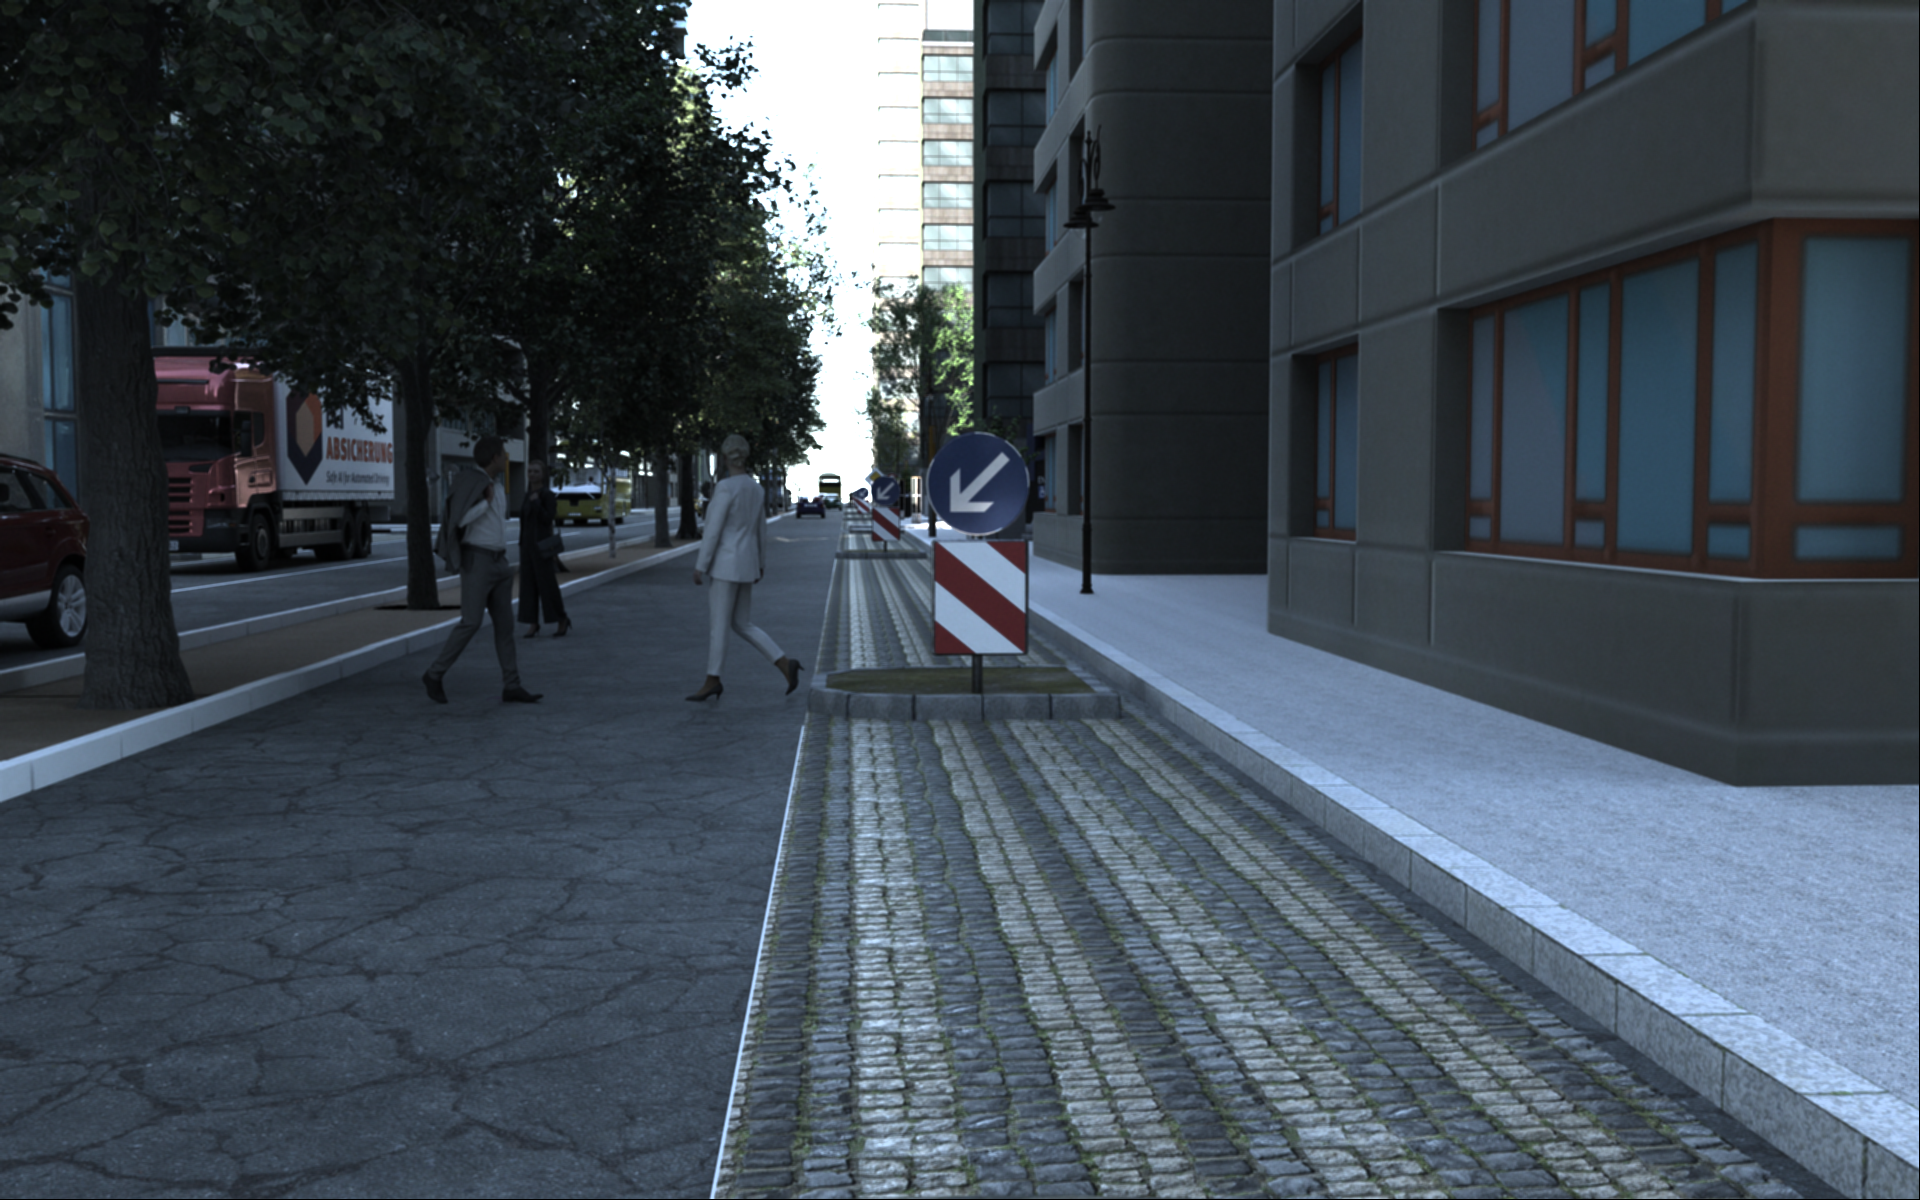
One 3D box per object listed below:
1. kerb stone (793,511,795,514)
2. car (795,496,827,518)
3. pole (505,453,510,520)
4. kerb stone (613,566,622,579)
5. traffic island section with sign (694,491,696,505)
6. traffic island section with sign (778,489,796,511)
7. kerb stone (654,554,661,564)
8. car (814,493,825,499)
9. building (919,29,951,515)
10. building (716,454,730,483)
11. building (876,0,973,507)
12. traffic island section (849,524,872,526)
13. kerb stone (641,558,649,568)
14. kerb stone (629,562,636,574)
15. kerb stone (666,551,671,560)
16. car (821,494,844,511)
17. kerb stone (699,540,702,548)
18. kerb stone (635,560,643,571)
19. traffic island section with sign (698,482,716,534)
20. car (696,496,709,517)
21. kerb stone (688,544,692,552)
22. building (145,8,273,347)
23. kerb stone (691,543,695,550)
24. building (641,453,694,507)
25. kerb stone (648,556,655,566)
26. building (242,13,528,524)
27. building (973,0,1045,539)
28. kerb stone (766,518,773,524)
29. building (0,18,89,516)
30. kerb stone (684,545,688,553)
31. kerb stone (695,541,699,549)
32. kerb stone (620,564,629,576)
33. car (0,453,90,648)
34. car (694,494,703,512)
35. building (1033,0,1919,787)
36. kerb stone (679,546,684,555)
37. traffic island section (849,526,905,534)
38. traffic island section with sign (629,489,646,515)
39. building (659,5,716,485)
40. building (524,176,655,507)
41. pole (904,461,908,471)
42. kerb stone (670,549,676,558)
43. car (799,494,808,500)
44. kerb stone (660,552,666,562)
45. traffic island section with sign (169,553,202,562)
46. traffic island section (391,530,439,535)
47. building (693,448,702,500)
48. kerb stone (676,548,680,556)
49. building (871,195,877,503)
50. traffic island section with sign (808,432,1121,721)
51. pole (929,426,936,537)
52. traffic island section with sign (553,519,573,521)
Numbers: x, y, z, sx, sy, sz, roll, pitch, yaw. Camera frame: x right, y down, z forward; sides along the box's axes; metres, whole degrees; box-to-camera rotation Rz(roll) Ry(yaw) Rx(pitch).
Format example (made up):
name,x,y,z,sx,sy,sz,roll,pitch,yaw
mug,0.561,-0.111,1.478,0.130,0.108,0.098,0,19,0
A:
name,x,y,z,sx,sy,sz,roll,pitch,yaw
kerb stone,-11.896,-6.097,121.920,0.120,0.150,1.000,0,4,-4
car,-8.936,-5.573,103.703,1.945,1.354,3.894,0,4,-5
pole,-22.273,-5.585,85.156,0.158,3.312,0.155,0,3,0
kerb stone,-5.898,-0.436,29.318,0.120,0.150,1.000,0,4,-4
traffic island section with sign,-26.016,-9.799,168.848,1.989,1.847,2.006,0,4,-4
traffic island section with sign,-14.499,-8.409,145.630,2.006,1.907,1.989,0,4,-4
kerb stone,-6.296,-0.805,35.455,0.120,0.150,1.000,0,4,-4
car,-13.180,-9.507,164.486,2.155,1.783,4.494,0,4,-5
building,4.282,-20.826,112.207,14.160,30.474,14.107,0,4,-4
building,-49.399,-26.344,275.763,27.650,21.520,28.899,0,4,-4
building,0.398,-27.757,137.414,14.154,41.232,14.086,0,4,-4
traffic island section,-3.567,-3.003,71.379,2.009,0.180,2.903,0,4,-4
kerb stone,-6.165,-0.681,33.411,0.120,0.150,1.000,0,4,-4
kerb stone,-6.028,-0.561,31.365,0.120,0.150,1.000,0,4,-4
kerb stone,-6.429,-0.932,37.502,0.120,0.150,1.000,0,4,-4
car,-11.130,-8.460,150.126,2.131,1.459,4.920,0,4,-4
kerb stone,-6.956,-1.430,45.678,0.120,0.150,1.000,0,4,-4
kerb stone,-6.098,-0.620,32.391,0.120,0.150,1.000,0,4,-4
traffic island section with sign,-9.166,-3.371,63.256,2.006,1.907,1.989,0,4,-4
car,-15.936,-6.199,111.584,2.015,1.641,3.980,0,4,-3
kerb stone,-6.755,-1.249,42.612,0.120,0.150,1.000,0,4,-4
building,-37.032,-30.319,115.319,23.786,49.044,30.456,0,4,-4
kerb stone,-6.834,-1.311,43.632,0.120,0.150,1.000,0,4,-4
building,-44.450,-21.112,190.221,27.650,21.520,28.899,0,4,-4
kerb stone,-6.231,-0.744,34.431,0.120,0.150,1.000,0,4,-4
building,-33.393,-28.002,81.534,21.300,48.544,21.600,0,4,-4
building,7.280,-17.351,55.390,14.160,30.474,14.107,0,4,-4
kerb stone,-9.709,-4.024,88.162,0.120,0.150,1.000,0,4,-4
building,-36.699,-26.181,47.663,30.456,49.044,23.786,0,4,-4
kerb stone,-6.696,-1.180,41.590,0.120,0.150,1.000,0,4,-4
kerb stone,-6.892,-1.374,44.652,0.120,0.150,1.000,0,4,-4
kerb stone,-5.961,-0.497,30.338,0.120,0.150,1.000,0,4,-4
car,-9.237,-0.366,14.665,2.281,1.827,5.304,0,4,-3
car,-20.567,-7.994,140.931,2.015,1.641,3.980,0,4,-2
building,16.262,-10.836,22.212,27.650,21.520,28.899,0,4,-4
kerb stone,-6.623,-1.118,40.566,0.120,0.150,1.000,0,4,-4
traffic island section,-3.051,-2.516,63.411,2.009,0.180,2.903,0,4,-4
traffic island section with sign,-22.861,-6.818,120.104,1.989,1.847,2.006,0,4,-4
building,-45.400,-56.908,243.111,22.319,86.520,31.000,0,4,-4
building,-40.668,-32.974,158.736,23.786,49.044,30.456,0,4,-4
pole,-3.285,-6.839,105.653,0.158,3.312,0.155,0,3,0
kerb stone,-6.493,-0.999,38.523,0.120,0.150,1.000,0,4,-4
car,-26.139,-16.998,289.912,2.014,1.417,4.499,0,4,-5
kerb stone,-6.354,-0.873,36.476,0.120,0.150,1.000,0,4,-4
traffic island section with sign,-17.486,-1.747,37.192,1.989,1.847,2.006,0,4,-4
traffic island section,-19.109,-2.453,62.380,2.009,0.180,2.903,0,4,-4
building,-39.310,-32.285,211.448,14.154,41.232,14.086,0,4,-4
kerb stone,-6.556,-1.058,39.545,0.120,0.150,1.000,0,4,-4
building,-2.799,-39.264,265.662,21.300,48.544,21.600,0,4,-4
traffic island section with sign,-0.037,-0.196,11.837,1.989,1.847,2.006,0,4,-4
pole,-0.825,-3.549,51.864,0.158,3.312,0.155,0,3,0
traffic island section with sign,-21.118,-5.173,93.205,1.989,1.847,2.006,0,4,-4
